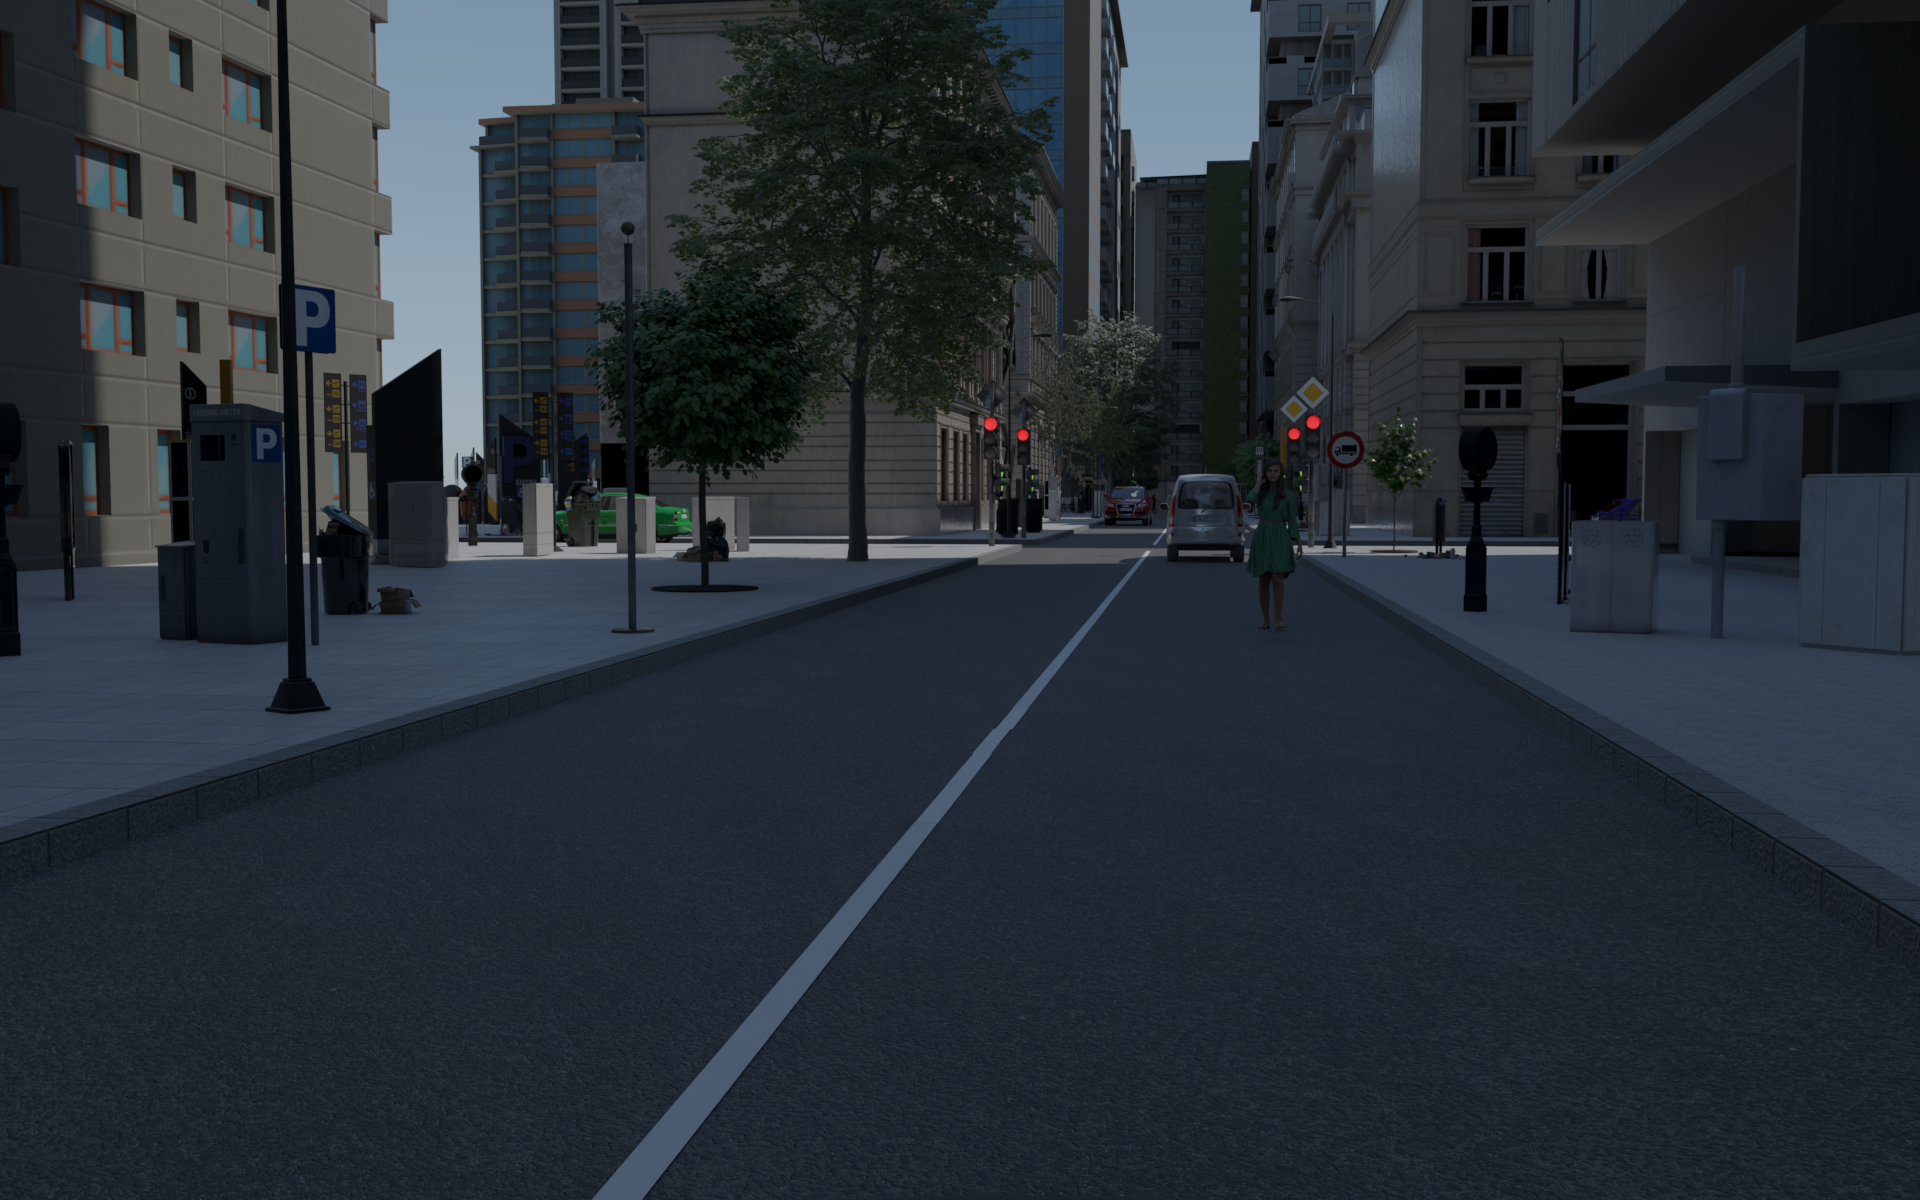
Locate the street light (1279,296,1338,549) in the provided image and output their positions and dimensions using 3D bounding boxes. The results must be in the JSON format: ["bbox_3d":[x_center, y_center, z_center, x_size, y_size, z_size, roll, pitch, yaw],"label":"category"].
[{"bbox_3d":[8.206,-4.175,40.806,1.470,5.913,1.316,0,4,8],"label":"street light"}]

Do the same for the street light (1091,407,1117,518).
[{"bbox_3d":[7.678,-7.332,92.411,1.470,5.913,1.316,0,4,8],"label":"street light"}]

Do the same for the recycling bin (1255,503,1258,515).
[{"bbox_3d":[18.411,-5.672,105.298,0.722,1.027,0.722,3,5,43],"label":"recycling bin"}]

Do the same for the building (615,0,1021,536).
[{"bbox_3d":[-4.047,-12.089,62.281,10.561,19.102,19.286,0,4,8],"label":"building"}]

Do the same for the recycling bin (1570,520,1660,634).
[{"bbox_3d":[6.152,-0.227,16.265,0.722,1.027,0.722,2,4,26],"label":"recycling bin"}]

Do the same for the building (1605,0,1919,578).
[{"bbox_3d":[24.035,-26.482,22.212,28.713,52.752,27.495,0,4,8],"label":"building"}]

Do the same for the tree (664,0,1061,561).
[{"bbox_3d":[-1.570,-7.007,32.694,7.486,12.596,7.792,0,3,0],"label":"tree"}]

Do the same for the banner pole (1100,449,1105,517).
[{"bbox_3d":[7.916,-6.504,96.353,0.401,3.779,0.863,1,4,21],"label":"banner pole"}]

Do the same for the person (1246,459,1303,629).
[{"bbox_3d":[3.311,-0.584,18.297,0.600,1.795,0.529,0,4,5],"label":"person"}]

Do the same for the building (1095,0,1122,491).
[{"bbox_3d":[2.336,-32.759,155.221,23.786,49.044,30.456,0,4,8],"label":"building"}]

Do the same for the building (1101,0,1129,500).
[{"bbox_3d":[3.598,-36.491,185.868,27.495,52.752,28.713,0,4,8],"label":"building"}]

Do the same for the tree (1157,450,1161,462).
[{"bbox_3d":[19.117,-14.088,180.707,4.737,8.622,4.395,0,3,0],"label":"tree"}]

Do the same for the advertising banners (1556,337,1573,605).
[{"bbox_3d":[7.086,-1.477,20.331,0.090,3.025,2.074,2,4,23],"label":"advertising banners"}]

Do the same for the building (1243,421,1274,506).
[{"bbox_3d":[40.612,-45.603,183.858,20.563,71.187,20.611,0,4,8],"label":"building"}]

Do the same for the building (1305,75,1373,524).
[{"bbox_3d":[24.399,-14.883,85.139,13.314,21.916,24.055,0,4,8],"label":"building"}]

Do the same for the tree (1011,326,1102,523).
[{"bbox_3d":[4.255,-7.631,75.132,4.360,8.622,3.978,0,3,0],"label":"tree"}]

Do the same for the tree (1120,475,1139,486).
[{"bbox_3d":[17.151,-10.842,171.874,1.663,3.219,1.824,0,3,0],"label":"tree"}]

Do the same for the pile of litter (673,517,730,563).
[{"bbox_3d":[-4.940,-1.176,33.194,1.176,0.858,1.719,1,4,10],"label":"pile of litter"}]

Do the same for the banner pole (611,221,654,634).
[{"bbox_3d":[-3.087,-1.603,16.227,0.401,3.779,0.863,-1,4,-10],"label":"banner pole"}]

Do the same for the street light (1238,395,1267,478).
[{"bbox_3d":[13.823,-6.662,81.457,1.470,5.913,1.316,0,4,8],"label":"street light"}]

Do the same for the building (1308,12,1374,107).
[{"bbox_3d":[40.152,-27.084,134.706,32.217,40.220,23.993,0,4,8],"label":"building"}]

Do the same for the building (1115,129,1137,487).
[{"bbox_3d":[11.536,-36.530,220.966,21.600,48.544,21.300,0,4,8],"label":"building"}]

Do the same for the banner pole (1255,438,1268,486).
[{"bbox_3d":[13.389,-5.302,76.711,0.863,3.779,0.401,-2,4,-25],"label":"banner pole"}]

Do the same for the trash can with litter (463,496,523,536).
[{"bbox_3d":[-14.277,-2.583,53.282,2.233,1.210,1.678,-2,4,-35],"label":"trash can with litter"}]

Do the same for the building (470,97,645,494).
[{"bbox_3d":[-37.977,-33.007,194.291,28.867,44.769,22.147,0,4,8],"label":"building"}]

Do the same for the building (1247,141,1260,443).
[{"bbox_3d":[42.840,-34.482,213.896,14.200,45.320,14.600,0,4,8],"label":"building"}]

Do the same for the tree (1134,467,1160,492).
[{"bbox_3d":[20.724,-12.748,192.141,4.285,4.588,4.351,0,3,0],"label":"tree"}]

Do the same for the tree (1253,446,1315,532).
[{"bbox_3d":[11.299,-3.967,59.455,1.663,3.219,1.824,0,3,0],"label":"tree"}]

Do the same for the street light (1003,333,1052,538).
[{"bbox_3d":[1.969,-4.749,50.192,1.470,5.913,1.316,0,4,8],"label":"street light"}]

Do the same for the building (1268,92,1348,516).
[{"bbox_3d":[26.210,-19.110,109.708,12.463,27.353,25.104,0,4,8],"label":"building"}]

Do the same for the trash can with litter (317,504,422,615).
[{"bbox_3d":[-6.345,-0.441,18.603,1.055,1.170,0.624,0,4,-5],"label":"trash can with litter"}]

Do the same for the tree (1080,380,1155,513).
[{"bbox_3d":[9.442,-9.839,111.237,4.737,8.622,4.395,0,3,0],"label":"tree"}]

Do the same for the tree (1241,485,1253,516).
[{"bbox_3d":[17.181,-6.548,101.666,1.663,3.219,1.824,0,3,0],"label":"tree"}]

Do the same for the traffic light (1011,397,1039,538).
[{"bbox_3d":[1.874,-3.755,50.315,0.839,4.253,0.868,0,4,8],"label":"traffic light"}]

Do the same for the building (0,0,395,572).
[{"bbox_3d":[-29.827,-11.295,29.719,28.899,21.520,27.650,0,4,8],"label":"building"}]

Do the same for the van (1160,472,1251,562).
[{"bbox_3d":[5.392,-1.900,38.083,2.013,2.044,4.112,0,4,8],"label":"van"}]

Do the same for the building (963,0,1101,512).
[{"bbox_3d":[3.418,-29.507,132.557,14.600,45.320,14.200,0,4,8],"label":"building"}]

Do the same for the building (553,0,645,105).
[{"bbox_3d":[-40.208,-48.276,227.571,20.611,71.187,20.563,0,4,8],"label":"building"}]

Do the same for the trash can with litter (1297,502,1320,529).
[{"bbox_3d":[12.931,-3.241,64.373,1.055,1.170,0.624,-3,4,-36],"label":"trash can with litter"}]

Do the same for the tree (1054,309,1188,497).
[{"bbox_3d":[10.620,-13.034,119.763,9.857,13.997,8.962,0,3,0],"label":"tree"}]

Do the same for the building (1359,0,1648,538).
[{"bbox_3d":[28.544,-13.624,56.034,30.059,22.955,16.112,0,4,8],"label":"building"}]

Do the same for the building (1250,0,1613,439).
[{"bbox_3d":[41.548,-34.913,160.066,28.713,52.752,27.495,0,4,8],"label":"building"}]

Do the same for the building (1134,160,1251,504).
[{"bbox_3d":[28.769,-32.533,215.501,14.086,41.232,14.154,0,4,8],"label":"building"}]

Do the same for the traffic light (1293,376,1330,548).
[{"bbox_3d":[8.392,-3.209,41.389,0.839,4.253,0.868,0,4,8],"label":"traffic light"}]

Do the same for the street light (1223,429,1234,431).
[{"bbox_3d":[19.456,-9.250,123.785,1.470,5.913,1.316,0,4,8],"label":"street light"}]

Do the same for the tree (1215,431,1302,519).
[{"bbox_3d":[16.248,-6.742,93.940,4.285,4.588,4.351,0,3,0],"label":"tree"}]

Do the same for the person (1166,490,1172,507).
[{"bbox_3d":[14.049,-6.533,116.311,0.522,1.701,0.512,-3,5,-45],"label":"person"}]

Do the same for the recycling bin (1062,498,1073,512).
[{"bbox_3d":[7.747,-6.874,124.945,0.722,1.027,0.722,1,4,13],"label":"recycling bin"}]

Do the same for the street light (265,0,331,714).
[{"bbox_3d":[-3.387,-2.291,10.003,1.470,5.913,1.316,0,4,8],"label":"street light"}]

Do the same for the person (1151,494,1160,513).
[{"bbox_3d":[14.614,-7.235,130.045,0.557,1.426,1.065,-2,4,-34],"label":"person"}]

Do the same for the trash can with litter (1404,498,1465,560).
[{"bbox_3d":[9.844,-1.463,34.975,1.678,1.210,2.233,2,4,24],"label":"trash can with litter"}]

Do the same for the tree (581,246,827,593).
[{"bbox_3d":[-3.368,-2.414,23.188,4.285,4.588,4.351,0,3,0],"label":"tree"}]

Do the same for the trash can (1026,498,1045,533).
[{"bbox_3d":[2.442,-2.807,57.545,0.748,1.137,0.748,0,3,0],"label":"trash can"}]

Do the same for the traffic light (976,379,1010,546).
[{"bbox_3d":[0.798,-3.271,42.402,0.839,4.253,0.868,0,4,8],"label":"traffic light"}]

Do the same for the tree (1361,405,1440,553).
[{"bbox_3d":[9.638,-2.643,37.821,1.663,3.219,1.824,0,3,0],"label":"tree"}]

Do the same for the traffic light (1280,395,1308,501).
[{"bbox_3d":[9.468,-3.693,49.302,0.839,4.253,0.868,0,4,8],"label":"traffic light"}]

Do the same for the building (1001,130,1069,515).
[{"bbox_3d":[0.250,-16.820,103.891,11.050,23.489,19.941,0,4,8],"label":"building"}]

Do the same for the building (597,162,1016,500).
[{"bbox_3d":[-5.954,-13.045,80.730,16.820,18.784,16.811,0,4,8],"label":"building"}]

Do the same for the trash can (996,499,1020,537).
[{"bbox_3d":[1.453,-2.476,52.138,0.748,1.137,0.748,0,3,0],"label":"trash can"}]
